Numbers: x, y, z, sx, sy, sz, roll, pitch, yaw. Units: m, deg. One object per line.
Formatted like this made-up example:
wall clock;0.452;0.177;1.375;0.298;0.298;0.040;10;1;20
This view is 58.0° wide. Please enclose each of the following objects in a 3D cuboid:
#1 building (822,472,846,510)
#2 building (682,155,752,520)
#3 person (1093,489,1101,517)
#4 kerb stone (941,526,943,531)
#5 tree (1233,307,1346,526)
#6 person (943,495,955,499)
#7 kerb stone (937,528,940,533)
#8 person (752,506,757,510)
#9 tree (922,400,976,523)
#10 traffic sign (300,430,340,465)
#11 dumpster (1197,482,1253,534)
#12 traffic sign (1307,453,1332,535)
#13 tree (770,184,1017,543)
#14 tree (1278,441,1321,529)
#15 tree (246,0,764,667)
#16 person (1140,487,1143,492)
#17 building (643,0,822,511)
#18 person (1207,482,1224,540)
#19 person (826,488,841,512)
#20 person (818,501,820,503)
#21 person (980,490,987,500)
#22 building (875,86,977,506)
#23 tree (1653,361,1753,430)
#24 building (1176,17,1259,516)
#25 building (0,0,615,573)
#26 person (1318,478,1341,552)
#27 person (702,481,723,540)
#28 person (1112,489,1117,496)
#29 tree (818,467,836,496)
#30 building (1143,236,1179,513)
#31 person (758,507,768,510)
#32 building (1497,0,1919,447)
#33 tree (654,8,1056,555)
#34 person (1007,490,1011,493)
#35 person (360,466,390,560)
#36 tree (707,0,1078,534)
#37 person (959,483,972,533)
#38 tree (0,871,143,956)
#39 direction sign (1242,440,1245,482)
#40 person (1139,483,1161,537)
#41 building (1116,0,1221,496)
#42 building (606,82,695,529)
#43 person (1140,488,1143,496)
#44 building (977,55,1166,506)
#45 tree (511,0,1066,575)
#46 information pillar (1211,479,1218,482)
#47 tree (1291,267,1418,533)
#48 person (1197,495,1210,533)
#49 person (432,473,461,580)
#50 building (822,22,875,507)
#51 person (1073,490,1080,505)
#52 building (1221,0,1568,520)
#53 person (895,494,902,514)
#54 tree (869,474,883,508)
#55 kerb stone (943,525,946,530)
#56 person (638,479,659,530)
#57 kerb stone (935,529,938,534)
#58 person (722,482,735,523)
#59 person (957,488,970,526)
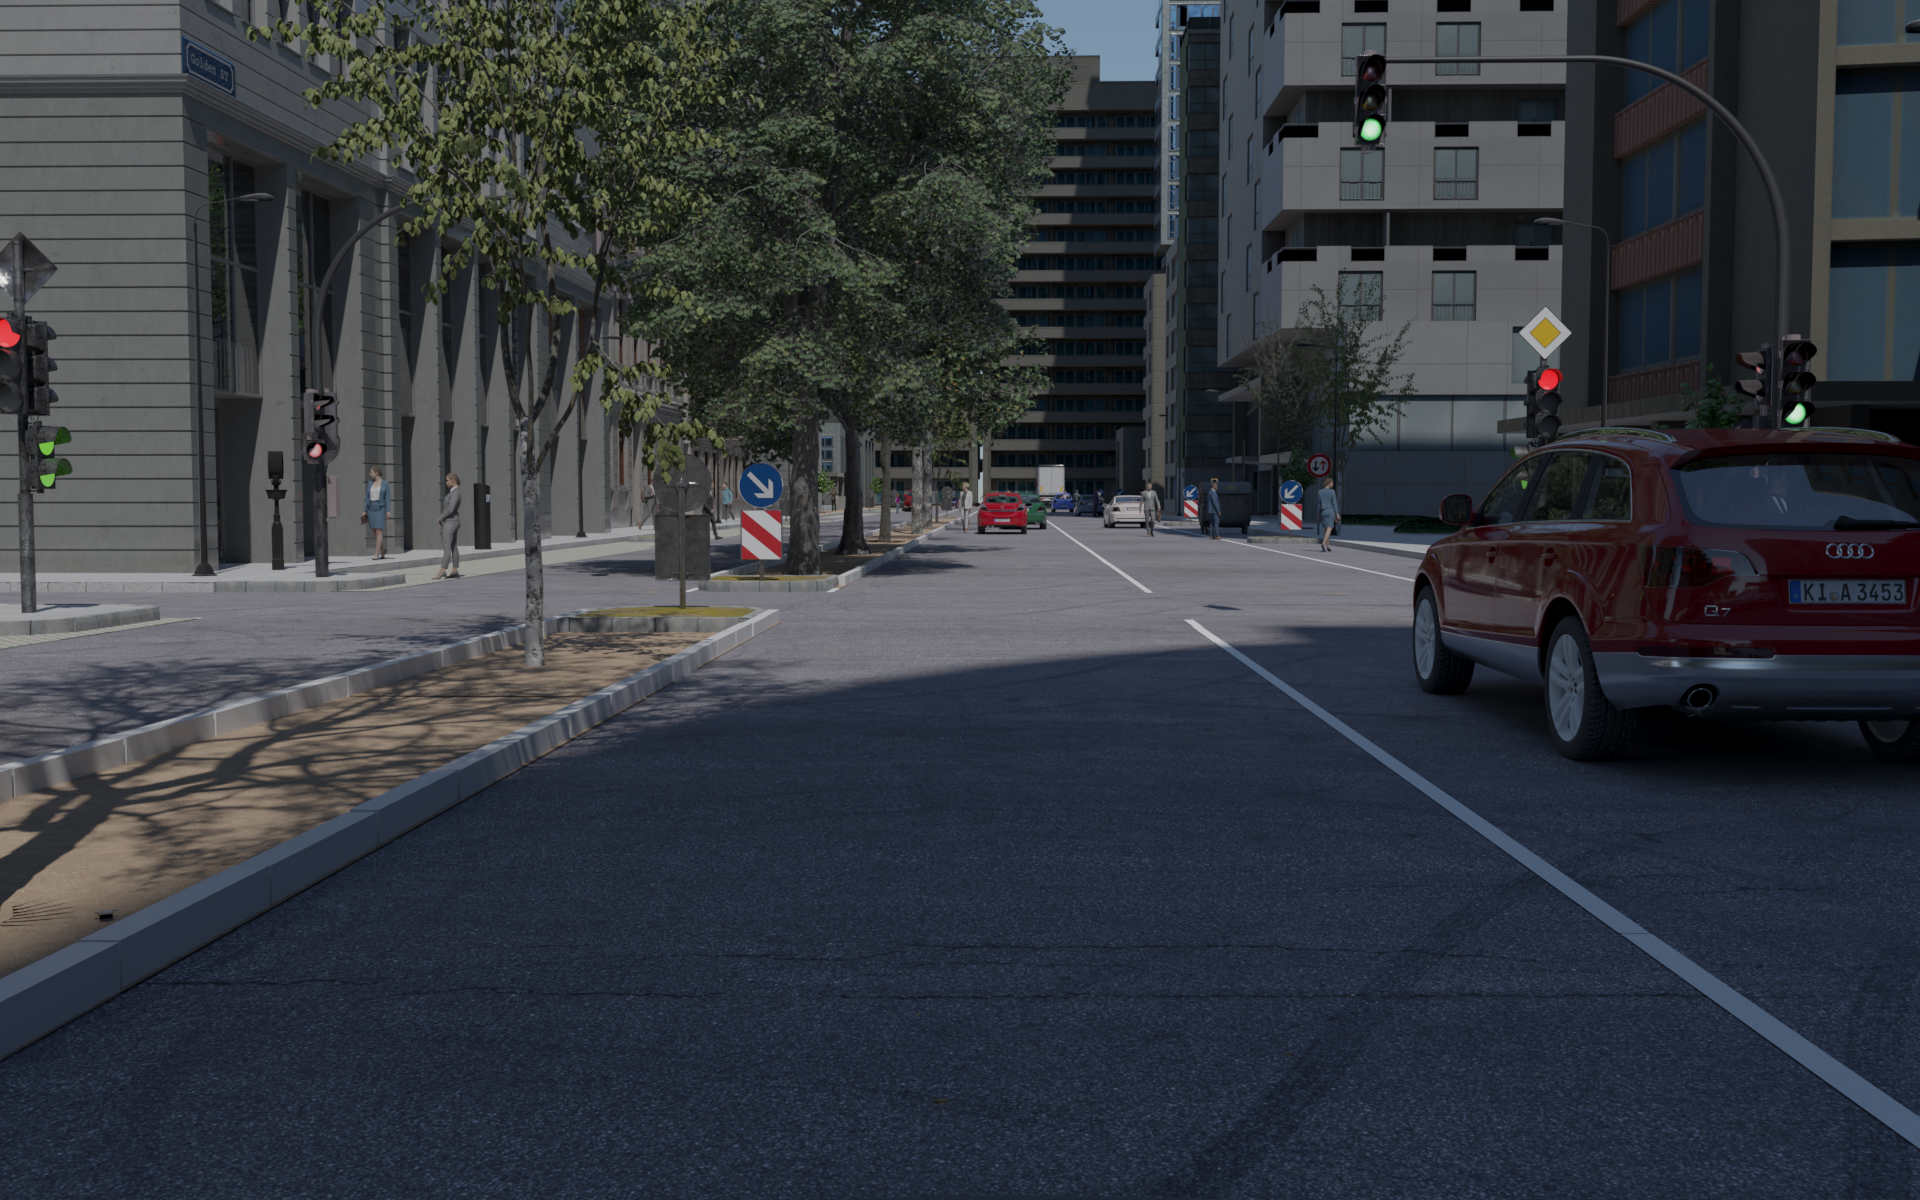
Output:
building;-25.632;-27.550;142.317;32.217;40.220;23.993;0;4;2
building;-16.666;-13.658;87.934;10.561;19.102;19.286;0;4;2
person;8.426;-5.967;106.513;0.568;1.767;0.683;-2;4;-30
kerb stone;-0.791;-2.584;64.441;0.120;0.150;1.000;0;4;2
tree;13.011;-7.249;68.881;4.360;8.622;3.978;0;3;0
person;-1.067;-9.521;164.171;1.348;1.824;0.705;-1;4;-21
kerb stone;-0.880;-2.396;61.373;0.120;0.150;1.000;0;4;2
person;-10.712;-5.152;90.643;0.532;1.782;0.716;2;4;24
tree;-1.091;-7.997;83.564;4.737;8.622;4.395;0;3;0
traffic sign;-11.406;-1.882;30.869;0.768;2.556;0.104;0;4;8
dumpster;9.462;-3.284;61.902;1.865;1.857;1.264;0;4;1
traffic sign;11.266;-3.319;54.369;0.768;2.556;0.104;0;4;5
tree;-2.101;-7.477;50.466;9.928;11.665;9.643;0;3;0
tree;12.448;-4.246;64.016;1.663;3.219;1.824;0;3;0
tree;-3.486;-3.732;13.843;4.737;8.622;4.395;0;3;0
person;14.506;-8.072;138.038;0.705;1.821;1.348;1;4;13
building;-21.329;-35.081;115.573;21.231;58.520;28.212;0;4;2
person;8.007;-2.805;54.549;0.419;1.800;0.721;-1;4;-17
person;-9.289;-7.354;127.002;1.217;1.735;0.721;1;4;19
person;-9.659;-6.328;112.765;1.065;1.426;0.557;-1;4;-15
person;2.188;-8.161;142.640;1.217;1.735;0.721;-2;4;-25
building;-8.350;-35.011;196.127;21.600;48.544;21.300;0;4;2
tree;10.994;-1.885;25.424;1.663;3.219;1.824;0;3;0
building;20.555;-20.620;108.836;14.160;30.474;14.107;0;4;2
building;-17.363;-16.178;42.000;11.434;29.767;29.804;0;4;2
person;9.078;-2.105;42.933;0.654;1.822;0.581;-3;5;-40
person;-7.765;-2.795;53.973;0.755;1.850;0.659;1;4;18
person;15.104;-9.858;167.752;0.750;1.759;0.617;-2;4;-25
tree;-9.513;-7.788;121.942;1.663;3.219;1.824;0;3;0
building;28.770;-17.450;130.349;27.650;21.520;28.899;0;4;2
person;-6.704;-3.049;58.628;0.520;1.790;0.573;2;4;24
building;26.956;-23.296;35.518;28.867;44.769;22.147;0;4;2
tree;-2.518;-7.408;40.590;9.611;12.733;9.660;0;3;0
person;4.040;-8.167;142.480;0.568;1.767;0.683;-3;5;-40
person;-11.327;-1.695;33.779;0.581;1.822;0.654;1;4;20
tree;-2.706;-12.430;61.575;12.611;20.169;13.585;0;3;0
person;0.213;-3.404;64.028;0.514;1.842;0.818;0;4;5
tree;-3.378;-5.649;5.193;12.009;13.543;11.850;0;3;0
direction sign;11.952;-4.956;73.028;0.379;3.537;0.876;0;4;4
person;6.375;-3.027;58.117;0.709;1.813;0.853;0;4;-6
building;26.627;-51.722;158.331;22.319;86.520;31.000;0;4;2
building;-17.705;-14.160;67.669;11.583;22.565;21.152;0;4;2
person;14.305;-7.862;135.302;0.721;1.736;1.217;-1;4;-14
building;13.243;-34.978;195.588;21.600;48.544;21.300;0;4;2
tree;-2.738;-7.376;29.713;9.857;13.997;8.962;0;3;0
information pillar;12.278;-4.839;83.610;0.304;2.012;0.304;1;4;8
tree;12.792;-6.538;57.256;4.737;8.622;4.395;0;3;0
person;9.025;-3.346;64.040;0.563;1.720;0.643;-1;4;-11
person;-8.640;-1.242;29.087;0.573;1.790;0.520;-2;4;-29
building;-24.556;-52.139;165.137;31.000;86.520;22.319;0;4;2
person;11.031;-9.468;163.381;0.705;1.814;1.350;-3;4;-38
building;27.973;-30.395;86.194;28.713;52.752;27.495;0;4;2
person;-4.494;-7.025;126.578;0.599;1.433;0.991;2;4;24
tree;-7.888;-10.451;165.479;1.663;3.219;1.824;0;3;0
kerb stone;-0.728;-2.704;66.497;0.120;0.150;1.000;0;4;2
person;-10.977;-3.392;61.466;0.822;1.834;0.622;1;4;13
kerb stone;-0.931;-2.267;59.325;0.120;0.150;1.000;0;4;2
person;-10.457;-4.412;78.201;0.660;1.820;0.620;3;4;37
person;0.185;-4.210;77.432;0.616;1.811;0.778;1;4;23
